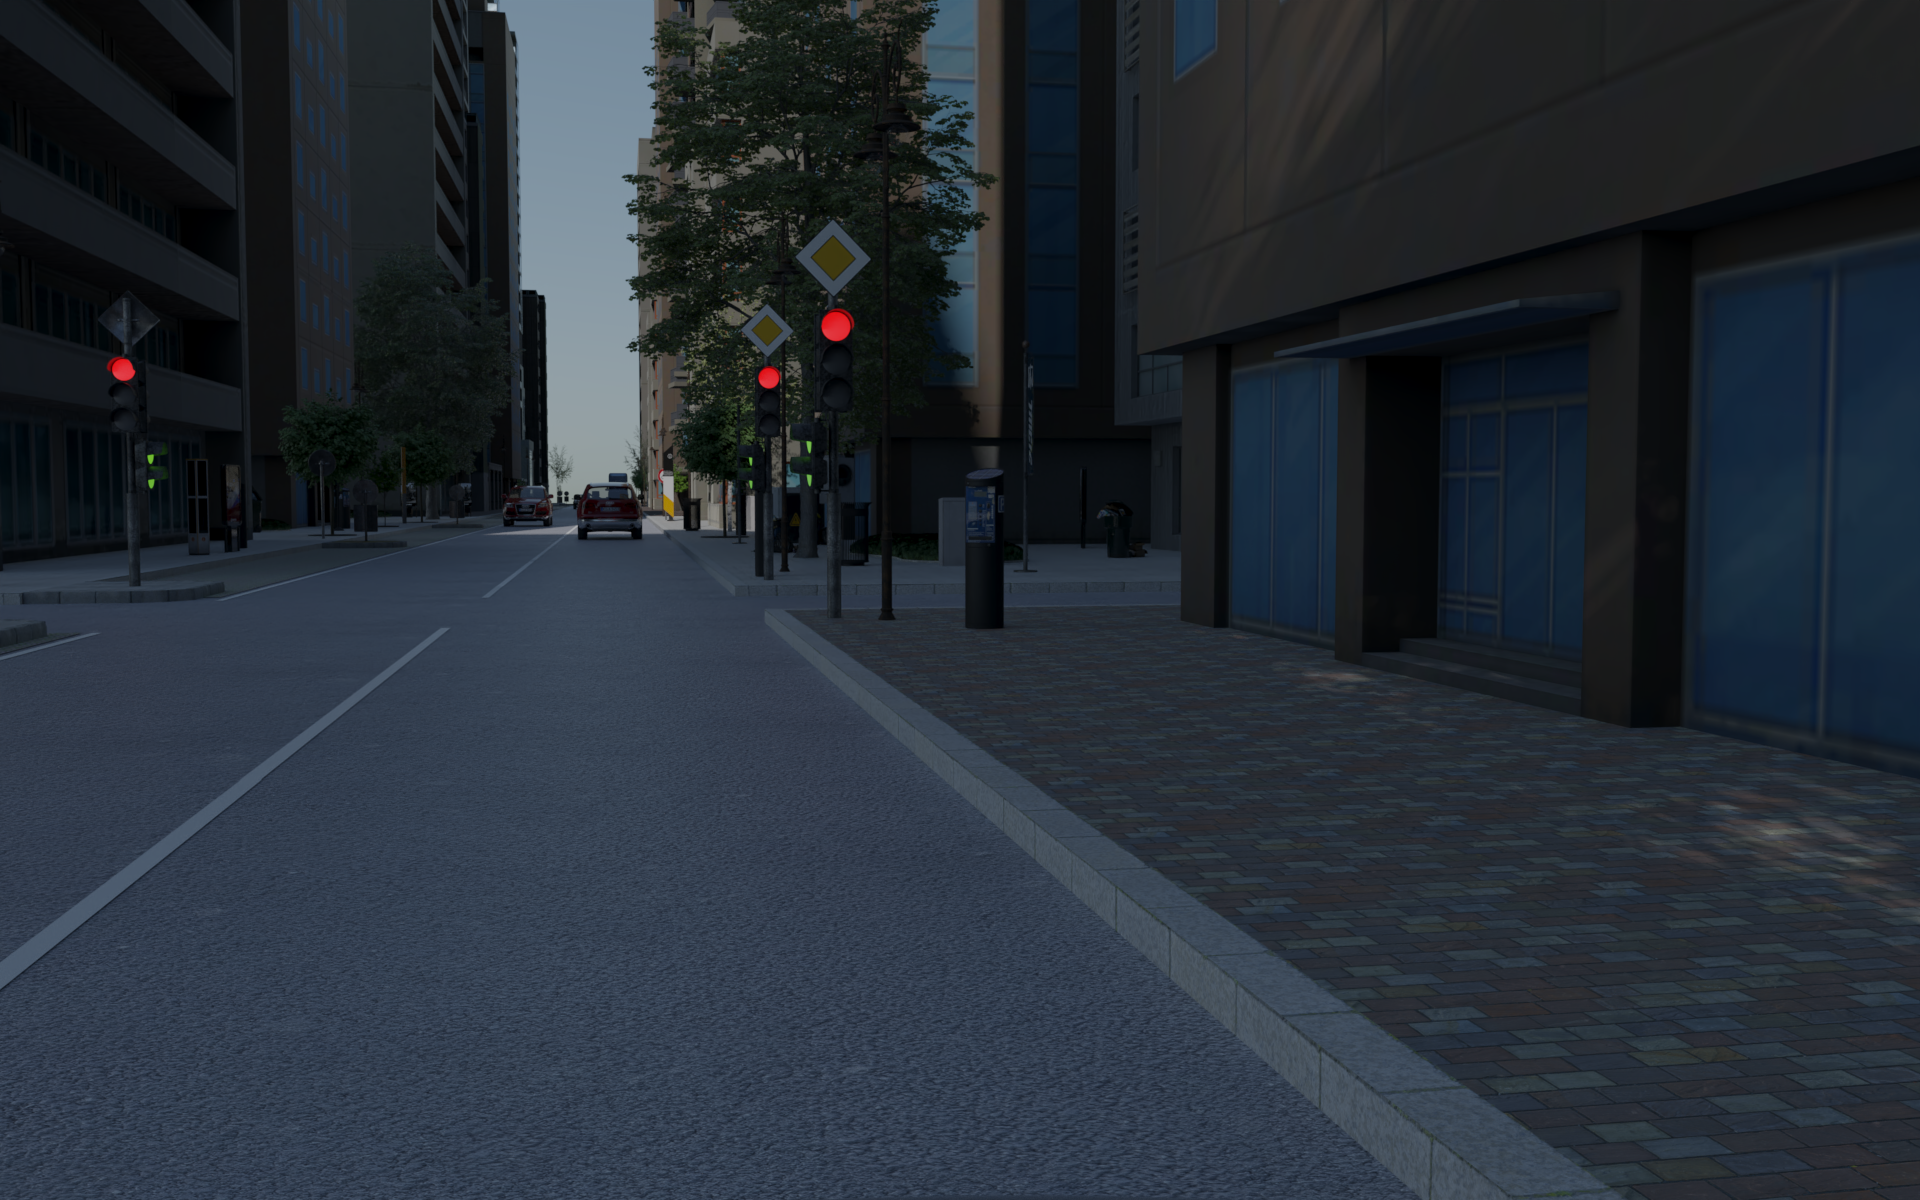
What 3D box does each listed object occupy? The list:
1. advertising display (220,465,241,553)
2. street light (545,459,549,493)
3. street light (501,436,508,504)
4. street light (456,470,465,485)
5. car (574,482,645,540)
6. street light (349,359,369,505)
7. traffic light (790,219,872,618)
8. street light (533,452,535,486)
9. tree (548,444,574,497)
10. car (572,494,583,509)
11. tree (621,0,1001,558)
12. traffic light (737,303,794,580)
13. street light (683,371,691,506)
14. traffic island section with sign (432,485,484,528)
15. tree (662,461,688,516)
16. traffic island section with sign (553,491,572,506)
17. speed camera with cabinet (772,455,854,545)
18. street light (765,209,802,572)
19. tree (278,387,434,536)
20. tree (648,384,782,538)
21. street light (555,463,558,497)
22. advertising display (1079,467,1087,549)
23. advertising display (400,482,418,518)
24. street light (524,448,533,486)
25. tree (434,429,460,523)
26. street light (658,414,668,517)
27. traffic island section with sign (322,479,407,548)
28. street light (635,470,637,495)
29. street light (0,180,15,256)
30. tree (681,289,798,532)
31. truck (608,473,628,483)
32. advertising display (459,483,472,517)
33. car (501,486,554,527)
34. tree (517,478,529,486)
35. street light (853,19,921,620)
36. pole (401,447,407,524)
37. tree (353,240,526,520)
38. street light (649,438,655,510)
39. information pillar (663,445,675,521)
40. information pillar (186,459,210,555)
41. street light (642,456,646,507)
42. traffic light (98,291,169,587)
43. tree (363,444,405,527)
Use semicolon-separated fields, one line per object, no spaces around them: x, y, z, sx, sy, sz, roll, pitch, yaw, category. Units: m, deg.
-16.122;-2.025;38.317;0.123;1.923;0.974;0;4;-5;advertising display
-51.251;-14.823;215.140;0.468;5.910;1.993;-1;4;-11;street light
-35.277;-9.866;134.101;0.468;5.910;1.993;-1;4;-11;street light
-28.354;-7.716;98.940;0.468;5.910;1.993;-1;4;-11;street light
-11.362;-2.903;56.139;2.281;1.827;5.304;-1;4;-12;car
-20.539;-5.294;59.345;0.468;5.910;1.993;-1;4;-11;street light
-1.323;-1.770;17.855;0.839;4.253;0.868;-1;4;-11;traffic light
-44.439;-12.705;180.520;0.468;5.910;1.993;-1;4;-11;street light
-58.673;-18.560;253.812;4.360;8.622;3.978;0;3;0;tree
-35.539;-9.378;163.123;2.009;1.686;4.222;-1;4;-11;car
-3.097;-7.147;34.976;7.486;12.596;7.792;0;3;0;tree
-2.869;-2.249;25.689;0.839;4.253;0.868;-1;4;-11;traffic light
-10.002;-5.576;63.959;0.468;5.910;1.993;-1;4;-11;street light
-21.159;-3.938;73.007;1.989;1.847;2.006;-1;4;-11;traffic island section with sign
-16.731;-6.508;101.008;1.663;3.219;1.824;0;3;0;tree
-46.878;-11.905;203.272;1.989;1.847;2.006;-1;4;-11;traffic island section with sign
-3.529;-2.863;41.154;2.038;3.252;0.660;-2;4;-33;speed camera with cabinet
-2.897;-3.405;28.457;0.468;5.910;1.993;-1;4;-11;street light
-19.370;-4.251;53.215;4.285;4.588;4.351;0;3;0;tree
-6.872;-4.123;51.117;4.285;4.588;4.351;0;3;0;tree
-58.218;-16.968;250.208;0.468;5.910;1.993;-1;4;-11;street light
2.917;-2.194;41.081;0.123;1.923;0.974;0;4;1;advertising display
-29.991;-5.445;94.246;0.974;1.923;0.123;1;4;13;advertising display
-42.134;-11.983;168.712;0.468;5.910;1.993;-1;4;-11;street light
-24.293;-5.764;77.962;4.285;4.588;4.351;0;3;0;tree
-17.876;-8.035;104.160;0.468;5.910;1.993;-1;4;-11;street light
-15.920;-2.311;46.409;1.989;1.847;2.006;-1;4;-11;traffic island section with sign
-40.944;-15.162;220.689;0.468;5.910;1.993;-1;4;-11;street light
-13.542;-3.132;23.996;0.468;5.910;1.993;-1;4;-11;street light
-7.666;-6.644;58.997;4.737;8.622;4.395;0;3;0;tree
-42.423;-13.759;214.725;2.967;4.110;18.799;-1;4;-11;truck
-27.797;-5.636;97.361;0.123;1.923;0.974;2;4;23;advertising display
-19.474;-4.249;78.140;2.281;1.827;5.304;-1;4;-11;car
-44.104;-10.923;173.199;1.663;3.219;1.824;0;3;0;tree
-0.745;-2.735;17.506;0.468;5.910;1.993;-1;4;-11;street light
-24.209;-4.987;75.382;0.158;3.312;0.155;0;3;0;pole
-26.630;-11.029;86.973;9.857;13.997;8.962;0;3;0;tree
-24.667;-10.153;138.789;0.468;5.910;1.993;-1;4;-11;street light
-13.740;-5.528;81.732;0.504;3.616;0.183;0;4;2;information pillar
-15.985;-1.947;36.333;0.304;2.012;0.304;2;4;27;information pillar
-31.631;-12.273;173.457;0.468;5.910;1.993;-1;4;-11;street light
-11.462;-2.145;23.984;0.839;4.253;0.868;-1;4;-11;traffic light
-22.263;-4.444;67.254;1.663;3.219;1.824;0;3;0;tree
